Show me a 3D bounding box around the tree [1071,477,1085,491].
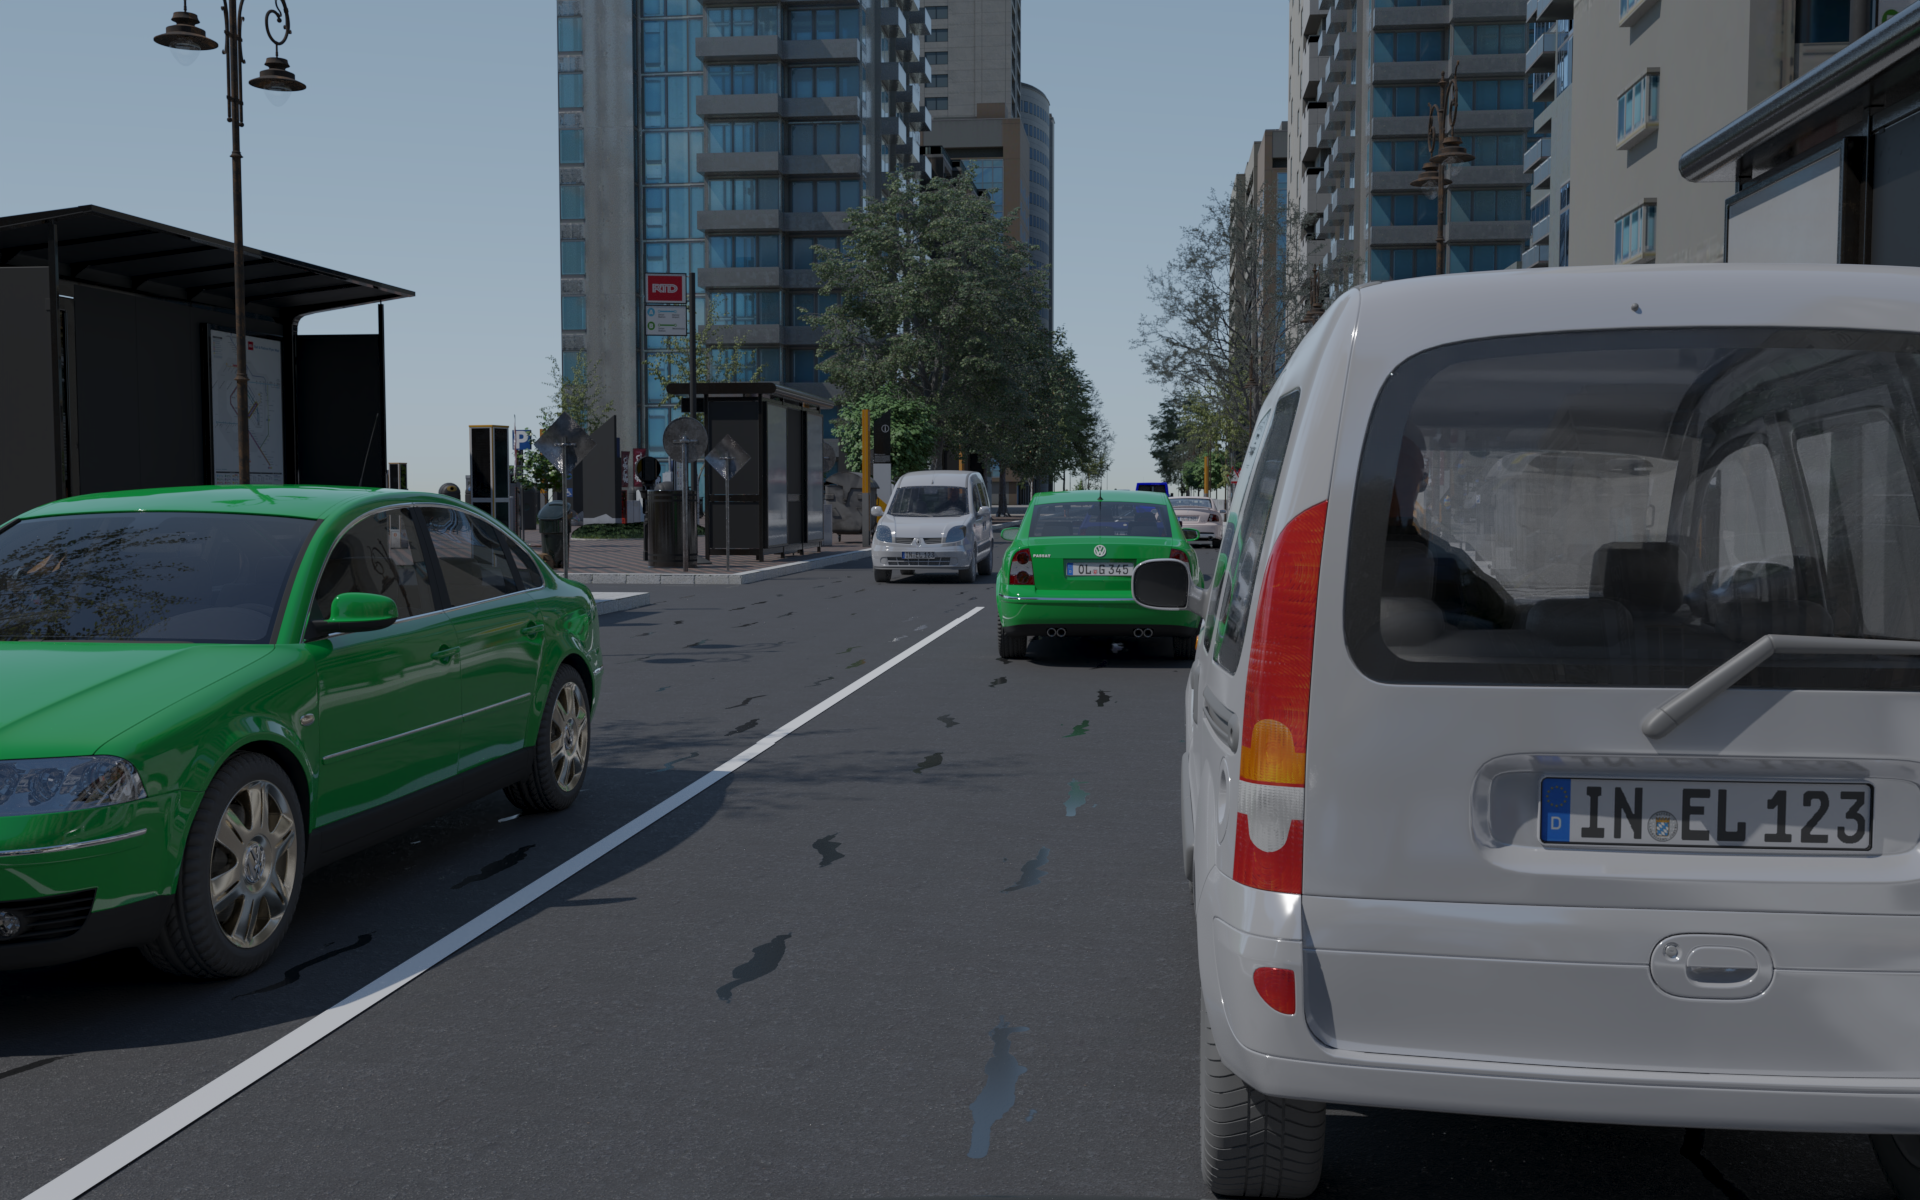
[{"bbox_3d":[13.361,-12.021,191.142,1.663,3.219,1.824,0,3,0],"label":"tree"}]

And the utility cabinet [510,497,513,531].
[{"bbox_3d":[-10.792,-1.809,40.731,0.306,1.237,1.020,-2,4,-31],"label":"utility cabinet"}]

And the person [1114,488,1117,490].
[{"bbox_3d":[10.397,-6.543,115.607,1.348,1.807,0.705,-1,4,-13],"label":"person"}]

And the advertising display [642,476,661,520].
[{"bbox_3d":[-10.697,-3.361,60.166,0.123,1.923,0.974,2,4,25],"label":"advertising display"}]

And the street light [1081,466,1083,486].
[{"bbox_3d":[12.157,-12.209,172.404,0.468,5.910,1.993,0,4,7],"label":"street light"}]

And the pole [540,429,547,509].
[{"bbox_3d":[-13.004,-3.686,54.102,0.158,3.312,0.155,0,3,0],"label":"pole"}]

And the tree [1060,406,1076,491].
[{"bbox_3d":[9.517,-15.251,159.717,12.009,13.543,11.850,0,3,0],"label":"tree"}]

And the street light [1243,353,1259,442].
[{"bbox_3d":[9.562,-5.153,57.038,0.468,5.910,1.993,0,4,7],"label":"street light"}]

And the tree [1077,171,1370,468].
[{"bbox_3d":[11.450,-9.515,65.934,12.009,13.543,11.850,0,3,0],"label":"tree"}]

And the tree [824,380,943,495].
[{"bbox_3d":[-2.124,-4.061,50.113,4.285,4.588,4.351,0,3,0],"label":"tree"}]

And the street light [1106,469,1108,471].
[{"bbox_3d":[21.690,-17.277,255.270,0.468,5.910,1.993,0,4,7],"label":"street light"}]

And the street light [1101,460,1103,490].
[{"bbox_3d":[19.054,-15.920,233.074,0.468,5.910,1.993,0,4,7],"label":"street light"}]

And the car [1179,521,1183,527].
[{"bbox_3d":[2.903,-1.076,30.173,1.945,1.354,3.894,0,4,6],"label":"car"}]

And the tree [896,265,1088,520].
[{"bbox_3d":[1.181,-10.289,85.225,9.611,12.733,9.660,0,3,0],"label":"tree"}]

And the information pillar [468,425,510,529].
[{"bbox_3d":[-5.022,-0.858,18.528,0.304,2.012,0.304,1,4,20],"label":"information pillar"}]

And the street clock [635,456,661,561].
[{"bbox_3d":[-5.994,-1.757,33.296,0.471,2.002,0.358,-1,4,-20],"label":"street clock"}]

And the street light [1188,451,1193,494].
[{"bbox_3d":[21.008,-11.175,155.497,0.468,5.910,1.993,0,4,7],"label":"street light"}]

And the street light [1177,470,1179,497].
[{"bbox_3d":[30.378,-16.210,237.828,0.468,5.910,1.993,0,4,7],"label":"street light"}]

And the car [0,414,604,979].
[{"bbox_3d":[-2.800,0.134,6.601,1.959,1.807,4.718,0,4,7],"label":"car"}]

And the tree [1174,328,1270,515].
[{"bbox_3d":[11.522,-7.641,75.288,4.737,8.622,4.395,0,3,0],"label":"tree"}]

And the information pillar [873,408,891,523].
[{"bbox_3d":[-2.110,-3.424,47.330,0.504,3.616,0.183,0,4,-1],"label":"information pillar"}]

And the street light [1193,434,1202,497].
[{"bbox_3d":[18.282,-9.761,132.386,0.468,5.910,1.993,0,4,7],"label":"street light"}]

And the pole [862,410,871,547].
[{"bbox_3d":[-2.266,-2.940,41.906,0.158,3.312,0.155,0,3,0],"label":"pole"}]

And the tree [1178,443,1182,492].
[{"bbox_3d":[23.569,-13.152,165.396,4.360,8.622,3.978,0,3,0],"label":"tree"}]

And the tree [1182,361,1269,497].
[{"bbox_3d":[14.465,-8.533,89.882,4.360,8.622,3.978,0,3,0],"label":"tree"}]

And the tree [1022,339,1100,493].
[{"bbox_3d":[5.299,-12.401,120.878,7.486,12.596,7.792,0,3,0],"label":"tree"}]

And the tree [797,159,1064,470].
[{"bbox_3d":[-1.003,-9.715,65.497,9.857,13.997,8.962,0,3,0],"label":"tree"}]

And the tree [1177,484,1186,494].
[{"bbox_3d":[31.291,-15.173,242.681,1.663,3.219,1.824,0,3,0],"label":"tree"}]

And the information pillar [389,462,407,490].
[{"bbox_3d":[-13.081,-2.194,40.356,0.304,2.012,0.304,1,4,18],"label":"information pillar"}]

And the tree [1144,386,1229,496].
[{"bbox_3d":[26.771,-18.191,204.081,9.857,13.997,8.962,0,3,0],"label":"tree"}]

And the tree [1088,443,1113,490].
[{"bbox_3d":[14.612,-15.212,199.072,4.737,8.622,4.395,0,3,0],"label":"tree"}]

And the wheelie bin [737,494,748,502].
[{"bbox_3d":[-13.216,-5.983,105.731,0.693,1.594,0.980,-3,5,-42],"label":"wheelie bin"}]

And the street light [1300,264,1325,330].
[{"bbox_3d":[7.122,-3.800,34.925,0.468,5.910,1.993,0,4,7],"label":"street light"}]

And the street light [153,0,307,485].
[{"bbox_3d":[-5.975,-2.543,14.371,0.468,5.910,1.993,0,4,7],"label":"street light"}]

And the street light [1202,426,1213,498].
[{"bbox_3d":[15.684,-8.349,109.299,0.468,5.910,1.993,0,4,7],"label":"street light"}]

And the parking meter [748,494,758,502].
[{"bbox_3d":[-7.137,-3.143,59.794,0.372,1.533,0.369,0,3,0],"label":"parking meter"}]

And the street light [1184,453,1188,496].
[{"bbox_3d":[23.580,-12.561,178.153,0.468,5.910,1.993,0,4,7],"label":"street light"}]

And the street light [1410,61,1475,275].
[{"bbox_3d":[5.274,-2.832,19.091,0.468,5.910,1.993,0,4,7],"label":"street light"}]

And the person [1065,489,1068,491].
[{"bbox_3d":[6.674,-6.003,107.439,1.217,1.735,0.721,-2,4,-29],"label":"person"}]

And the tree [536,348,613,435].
[{"bbox_3d":[-19.630,-8.414,87.929,4.737,8.622,4.395,0,3,0],"label":"tree"}]

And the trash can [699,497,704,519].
[{"bbox_3d":[-13.811,-4.854,91.018,0.748,1.137,0.748,0,3,0],"label":"trash can"}]

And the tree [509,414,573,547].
[{"bbox_3d":[-10.043,-2.912,42.207,1.663,3.219,1.824,0,3,0],"label":"tree"}]

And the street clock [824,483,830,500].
[{"bbox_3d":[-8.131,-6.151,105.133,0.471,2.002,0.358,0,4,-1],"label":"street clock"}]

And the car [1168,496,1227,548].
[{"bbox_3d":[6.272,-2.152,47.550,2.083,1.381,4.827,0,4,8],"label":"car"}]

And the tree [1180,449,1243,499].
[{"bbox_3d":[16.631,-7.884,112.612,4.285,4.588,4.351,0,3,0],"label":"tree"}]

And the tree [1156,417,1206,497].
[{"bbox_3d":[29.107,-18.459,227.552,9.928,11.665,9.643,0,3,0],"label":"tree"}]

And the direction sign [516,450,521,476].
[{"bbox_3d":[-21.353,-5.623,83.933,0.379,3.537,0.876,0,4,6],"label":"direction sign"}]

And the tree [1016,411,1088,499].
[{"bbox_3d":[4.710,-9.767,110.050,4.737,8.622,4.395,0,3,0],"label":"tree"}]

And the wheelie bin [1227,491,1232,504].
[{"bbox_3d":[15.917,-5.689,100.928,0.693,1.594,0.980,0,4,3],"label":"wheelie bin"}]

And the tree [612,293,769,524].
[{"bbox_3d":[-9.294,-6.866,62.628,4.737,8.622,4.395,0,3,0],"label":"tree"}]

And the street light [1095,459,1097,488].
[{"bbox_3d":[16.488,-14.568,210.975,0.468,5.910,1.993,0,4,7],"label":"street light"}]

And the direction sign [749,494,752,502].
[{"bbox_3d":[-5.036,-3.039,41.677,0.379,3.537,0.876,1,4,8],"label":"direction sign"}]

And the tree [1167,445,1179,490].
[{"bbox_3d":[24.644,-14.384,185.547,4.360,8.622,3.978,0,3,0],"label":"tree"}]

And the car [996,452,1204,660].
[{"bbox_3d":[1.328,-0.467,16.427,1.959,1.807,4.718,0,4,5],"label":"car"}]

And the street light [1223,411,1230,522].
[{"bbox_3d":[12.152,-6.504,79.134,0.468,5.910,1.993,0,4,7],"label":"street light"}]
